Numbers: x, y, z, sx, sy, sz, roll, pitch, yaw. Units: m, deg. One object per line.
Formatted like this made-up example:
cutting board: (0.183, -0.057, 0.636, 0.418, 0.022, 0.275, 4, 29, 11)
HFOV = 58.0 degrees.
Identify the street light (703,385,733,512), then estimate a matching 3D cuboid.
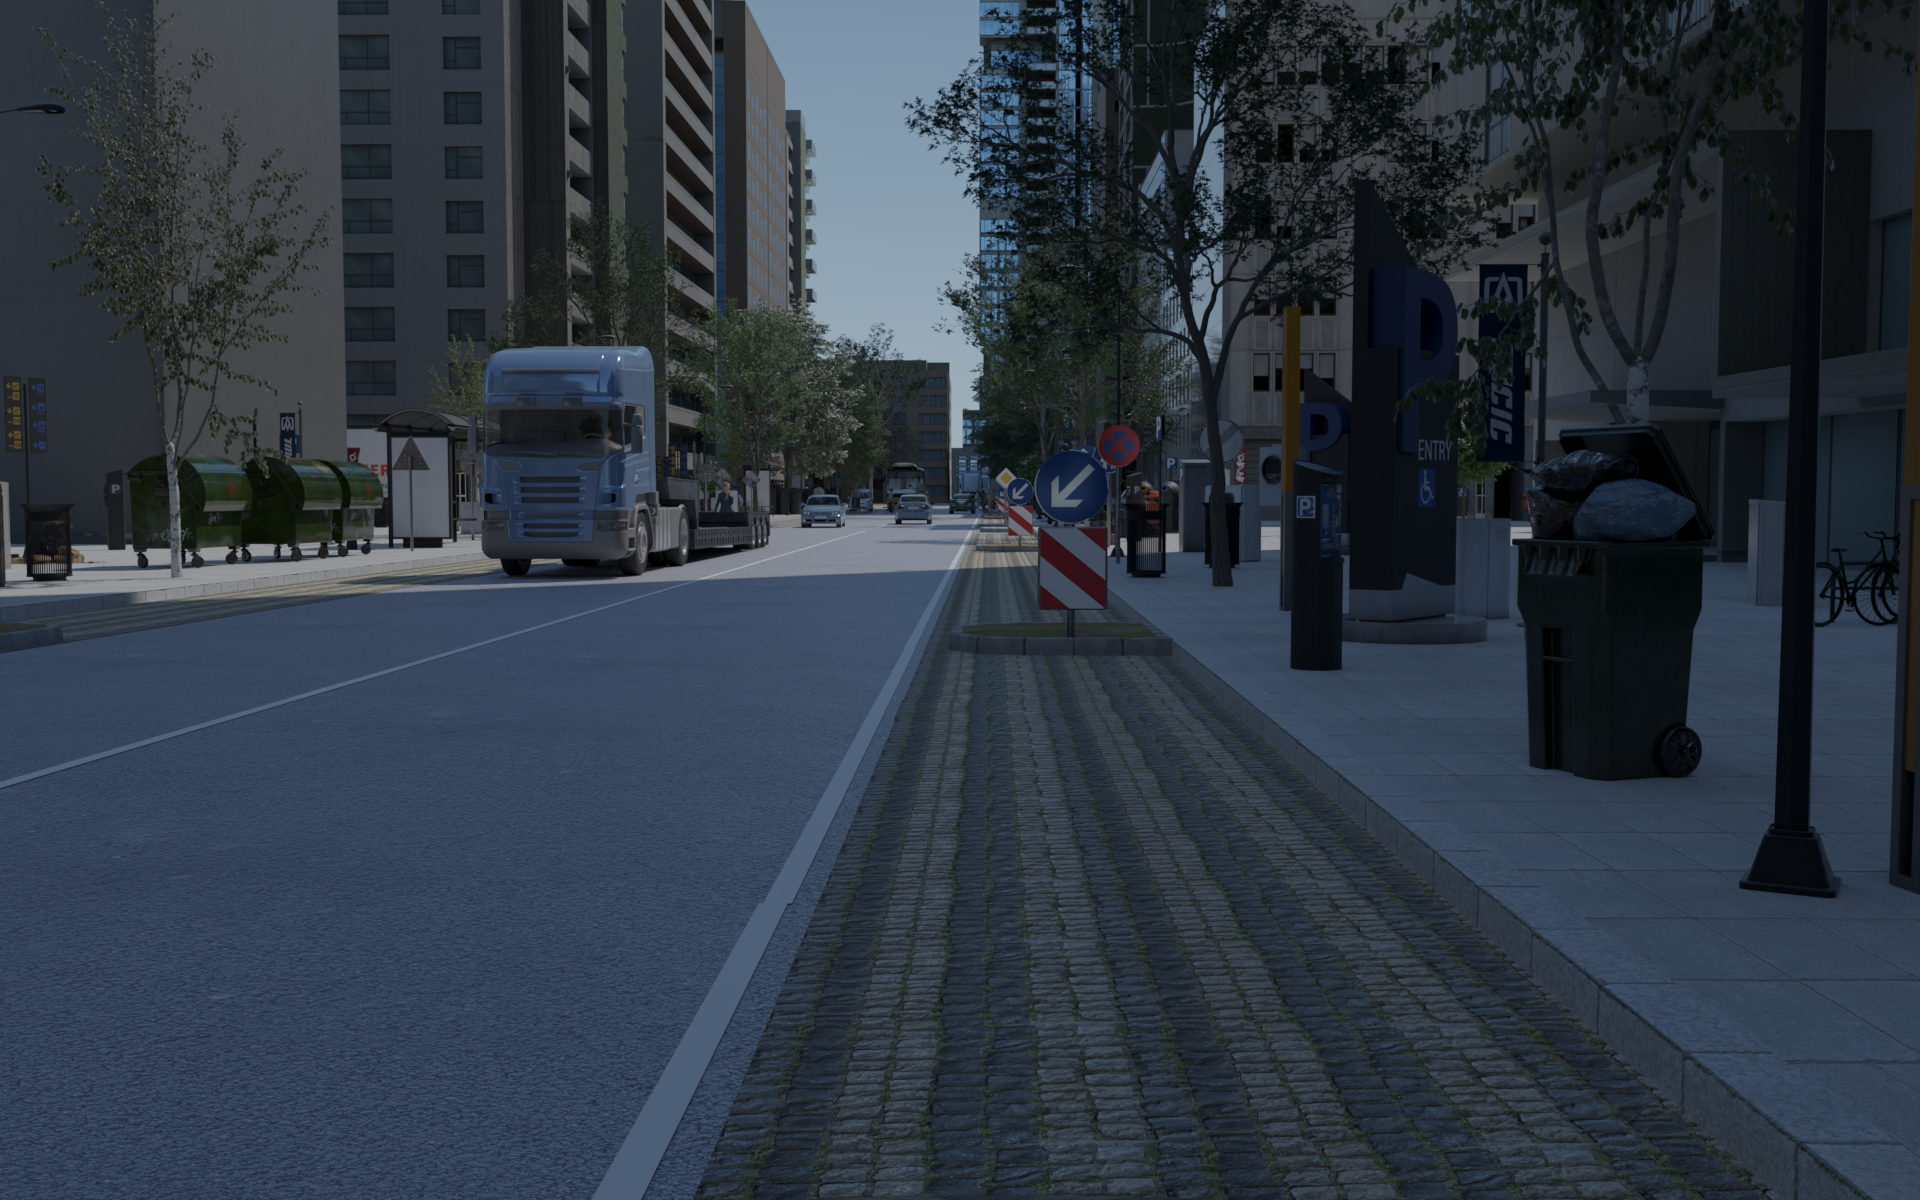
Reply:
street light: (-10.369, -6.204, 73.978, 1.470, 5.913, 1.316, 0, 4, 1)

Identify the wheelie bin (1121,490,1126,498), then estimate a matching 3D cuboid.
wheelie bin: (11.997, -7.162, 125.005, 0.693, 1.594, 0.980, 0, 4, -8)

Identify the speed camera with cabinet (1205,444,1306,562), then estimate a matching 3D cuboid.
speed camera with cabinet: (5.533, -2.339, 32.576, 0.660, 3.252, 2.038, -3, 4, -39)

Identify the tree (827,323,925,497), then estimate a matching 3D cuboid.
tree: (-8.552, -20.374, 188.997, 12.611, 20.169, 13.585, 0, 3, 0)

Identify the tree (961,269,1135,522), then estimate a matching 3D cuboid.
tree: (4.214, -9.440, 80.104, 9.928, 11.665, 9.643, 0, 3, 0)

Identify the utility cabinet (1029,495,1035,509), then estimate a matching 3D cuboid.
utility cabinet: (5.851, -8.142, 144.287, 1.020, 1.237, 0.306, 1, 4, 9)

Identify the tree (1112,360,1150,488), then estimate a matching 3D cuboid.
tree: (9.542, -8.437, 88.308, 4.360, 8.622, 3.978, 0, 3, 0)

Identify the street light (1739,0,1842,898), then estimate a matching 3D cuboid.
street light: (2.179, -2.016, 5.509, 1.470, 5.913, 1.316, 0, 4, 1)

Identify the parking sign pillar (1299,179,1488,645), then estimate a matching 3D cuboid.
parking sign pillar: (3.957, -1.644, 15.353, 1.447, 3.967, 1.447, 3, 5, 40)

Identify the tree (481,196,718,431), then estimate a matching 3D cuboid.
tree: (-11.560, -7.395, 55.315, 8.767, 10.594, 7.601, 1, 4, 14)

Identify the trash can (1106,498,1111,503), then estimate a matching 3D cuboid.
trash can: (4.808, -2.930, 59.567, 0.748, 1.137, 0.748, 0, 3, 0)

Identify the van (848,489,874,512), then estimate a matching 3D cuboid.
van: (-7.708, -7.833, 135.080, 2.013, 2.044, 4.112, 0, 4, 1)

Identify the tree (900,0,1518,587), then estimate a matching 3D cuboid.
tree: (3.610, -5.488, 24.135, 8.767, 10.594, 7.601, -1, 4, -11)

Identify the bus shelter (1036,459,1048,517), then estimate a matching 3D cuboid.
bus shelter: (5.190, -6.079, 93.310, 2.014, 3.302, 5.546, 0, 4, 1)

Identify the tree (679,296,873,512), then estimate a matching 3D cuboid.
tree: (-10.813, -10.107, 91.005, 9.928, 11.665, 9.643, 0, 3, 0)

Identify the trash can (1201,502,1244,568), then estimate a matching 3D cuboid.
trash can: (4.558, -1.128, 30.096, 0.748, 1.137, 0.748, 0, 3, 0)

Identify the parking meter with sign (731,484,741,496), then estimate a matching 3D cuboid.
parking meter with sign: (-16.637, -8.081, 128.392, 1.738, 3.016, 0.543, -1, 4, -20)

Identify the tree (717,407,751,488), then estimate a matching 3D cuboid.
tree: (-18.660, -11.670, 141.173, 4.737, 8.622, 4.395, 0, 3, 0)

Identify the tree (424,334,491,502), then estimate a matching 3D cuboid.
tree: (-22.115, -7.848, 78.684, 4.737, 8.622, 4.395, 0, 3, 0)

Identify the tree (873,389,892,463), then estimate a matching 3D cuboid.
tree: (-10.060, -14.151, 157.128, 9.928, 11.665, 9.643, 0, 3, 0)

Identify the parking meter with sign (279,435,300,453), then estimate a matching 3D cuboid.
parking meter with sign: (-19.520, -3.283, 49.933, 0.543, 3.016, 1.738, 0, 4, -7)

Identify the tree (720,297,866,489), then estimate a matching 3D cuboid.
tree: (-10.994, -12.560, 112.007, 9.857, 13.997, 8.962, 0, 3, 0)

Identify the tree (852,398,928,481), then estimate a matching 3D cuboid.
tree: (-9.130, -18.896, 219.319, 12.009, 13.543, 11.850, 0, 3, 0)

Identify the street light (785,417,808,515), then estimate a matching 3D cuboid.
street light: (-9.822, -8.034, 103.893, 1.470, 5.913, 1.316, 0, 4, 1)

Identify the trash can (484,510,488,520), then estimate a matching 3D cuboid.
trash can: (-13.105, -2.271, 48.784, 0.748, 1.137, 0.748, 0, 3, 0)

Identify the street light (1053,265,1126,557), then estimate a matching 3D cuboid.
street light: (2.678, -3.835, 35.242, 1.470, 5.913, 1.316, 0, 4, 1)

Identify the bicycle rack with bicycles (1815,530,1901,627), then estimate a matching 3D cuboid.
bicycle rack with bicycles: (9.474, -0.195, 16.569, 2.925, 0.926, 2.852, 0, 4, -3)

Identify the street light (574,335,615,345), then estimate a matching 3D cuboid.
street light: (-10.772, -4.785, 50.770, 1.470, 5.913, 1.316, 0, 4, 1)

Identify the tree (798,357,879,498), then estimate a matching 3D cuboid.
tree: (-10.575, -13.816, 144.016, 7.486, 12.596, 7.792, 0, 3, 0)

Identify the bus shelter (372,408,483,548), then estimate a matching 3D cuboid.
bus shelter: (-12.834, -3.046, 43.732, 2.014, 3.302, 5.546, 0, 4, 1)

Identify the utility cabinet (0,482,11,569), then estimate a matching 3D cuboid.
utility cabinet: (-16.632, -1.258, 29.249, 1.173, 1.500, 0.318, 1, 4, 15)

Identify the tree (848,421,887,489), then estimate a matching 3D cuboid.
tree: (-9.220, -13.280, 167.486, 4.360, 8.622, 3.978, 0, 3, 0)

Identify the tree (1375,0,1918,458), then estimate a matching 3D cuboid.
tree: (3.990, -3.647, 9.986, 4.360, 8.622, 3.978, 0, 3, 0)

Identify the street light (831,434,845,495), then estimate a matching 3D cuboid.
street light: (-9.466, -9.912, 134.594, 1.470, 5.913, 1.316, 0, 4, 1)

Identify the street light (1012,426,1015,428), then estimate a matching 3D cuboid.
street light: (3.494, -7.044, 87.707, 1.470, 5.913, 1.316, 0, 4, 1)

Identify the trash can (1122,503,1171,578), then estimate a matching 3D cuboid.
trash can: (2.873, -0.920, 26.688, 0.748, 1.137, 0.748, 0, 3, 0)

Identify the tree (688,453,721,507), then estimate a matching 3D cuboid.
tree: (-11.776, -5.320, 81.578, 1.663, 3.219, 1.824, 0, 3, 0)

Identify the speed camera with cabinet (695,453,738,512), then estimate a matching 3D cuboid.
speed camera with cabinet: (-11.779, -5.452, 83.478, 2.038, 3.252, 0.660, -1, 4, -14)

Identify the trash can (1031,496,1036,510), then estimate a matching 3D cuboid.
trash can: (6.127, -7.952, 141.669, 0.748, 1.137, 0.748, 0, 3, 0)

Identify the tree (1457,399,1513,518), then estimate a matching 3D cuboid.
tree: (17.267, -4.630, 59.421, 4.285, 4.588, 4.351, 0, 3, 0)

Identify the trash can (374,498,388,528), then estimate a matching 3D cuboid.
trash can: (-22.115, -3.333, 66.152, 0.748, 1.137, 0.748, 0, 3, 0)

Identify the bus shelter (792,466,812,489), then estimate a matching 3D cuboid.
bus shelter: (-11.839, -8.149, 127.157, 2.014, 3.302, 5.546, 0, 4, 1)

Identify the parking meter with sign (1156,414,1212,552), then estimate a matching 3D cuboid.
parking meter with sign: (5.229, -2.568, 38.243, 1.738, 3.016, 0.543, 0, 4, -6)

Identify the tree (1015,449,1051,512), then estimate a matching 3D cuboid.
tree: (5.623, -8.662, 125.342, 4.285, 4.588, 4.351, 0, 3, 0)

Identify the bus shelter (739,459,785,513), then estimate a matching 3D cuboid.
bus shelter: (-11.670, -6.631, 102.334, 2.014, 3.302, 5.546, 0, 4, 1)

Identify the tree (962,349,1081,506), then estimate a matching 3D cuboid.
tree: (5.034, -14.122, 137.556, 9.857, 13.997, 8.962, 0, 3, 0)

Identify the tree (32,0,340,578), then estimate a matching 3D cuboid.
tree: (-11.861, -4.637, 26.183, 4.360, 8.622, 3.978, 0, 3, 0)

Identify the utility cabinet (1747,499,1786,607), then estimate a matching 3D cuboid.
utility cabinet: (9.419, -0.555, 20.231, 0.306, 1.237, 1.020, 1, 4, 19)

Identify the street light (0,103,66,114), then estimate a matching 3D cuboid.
street light: (-11.315, -2.947, 20.724, 1.470, 5.913, 1.316, 0, 4, 1)

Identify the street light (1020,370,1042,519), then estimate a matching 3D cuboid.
street light: (3.097, -5.654, 64.977, 1.470, 5.913, 1.316, 0, 4, 1)

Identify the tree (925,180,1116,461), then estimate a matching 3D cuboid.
tree: (4.515, -15.347, 106.813, 12.611, 20.169, 13.585, 0, 3, 0)

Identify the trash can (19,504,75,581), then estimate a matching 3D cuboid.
trash can: (-13.517, -0.858, 25.686, 0.748, 1.137, 0.748, 0, 3, 0)

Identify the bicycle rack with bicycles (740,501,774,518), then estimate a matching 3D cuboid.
bicycle rack with bicycles: (-11.441, -4.959, 94.454, 2.852, 0.926, 2.925, -2, 4, -34)
